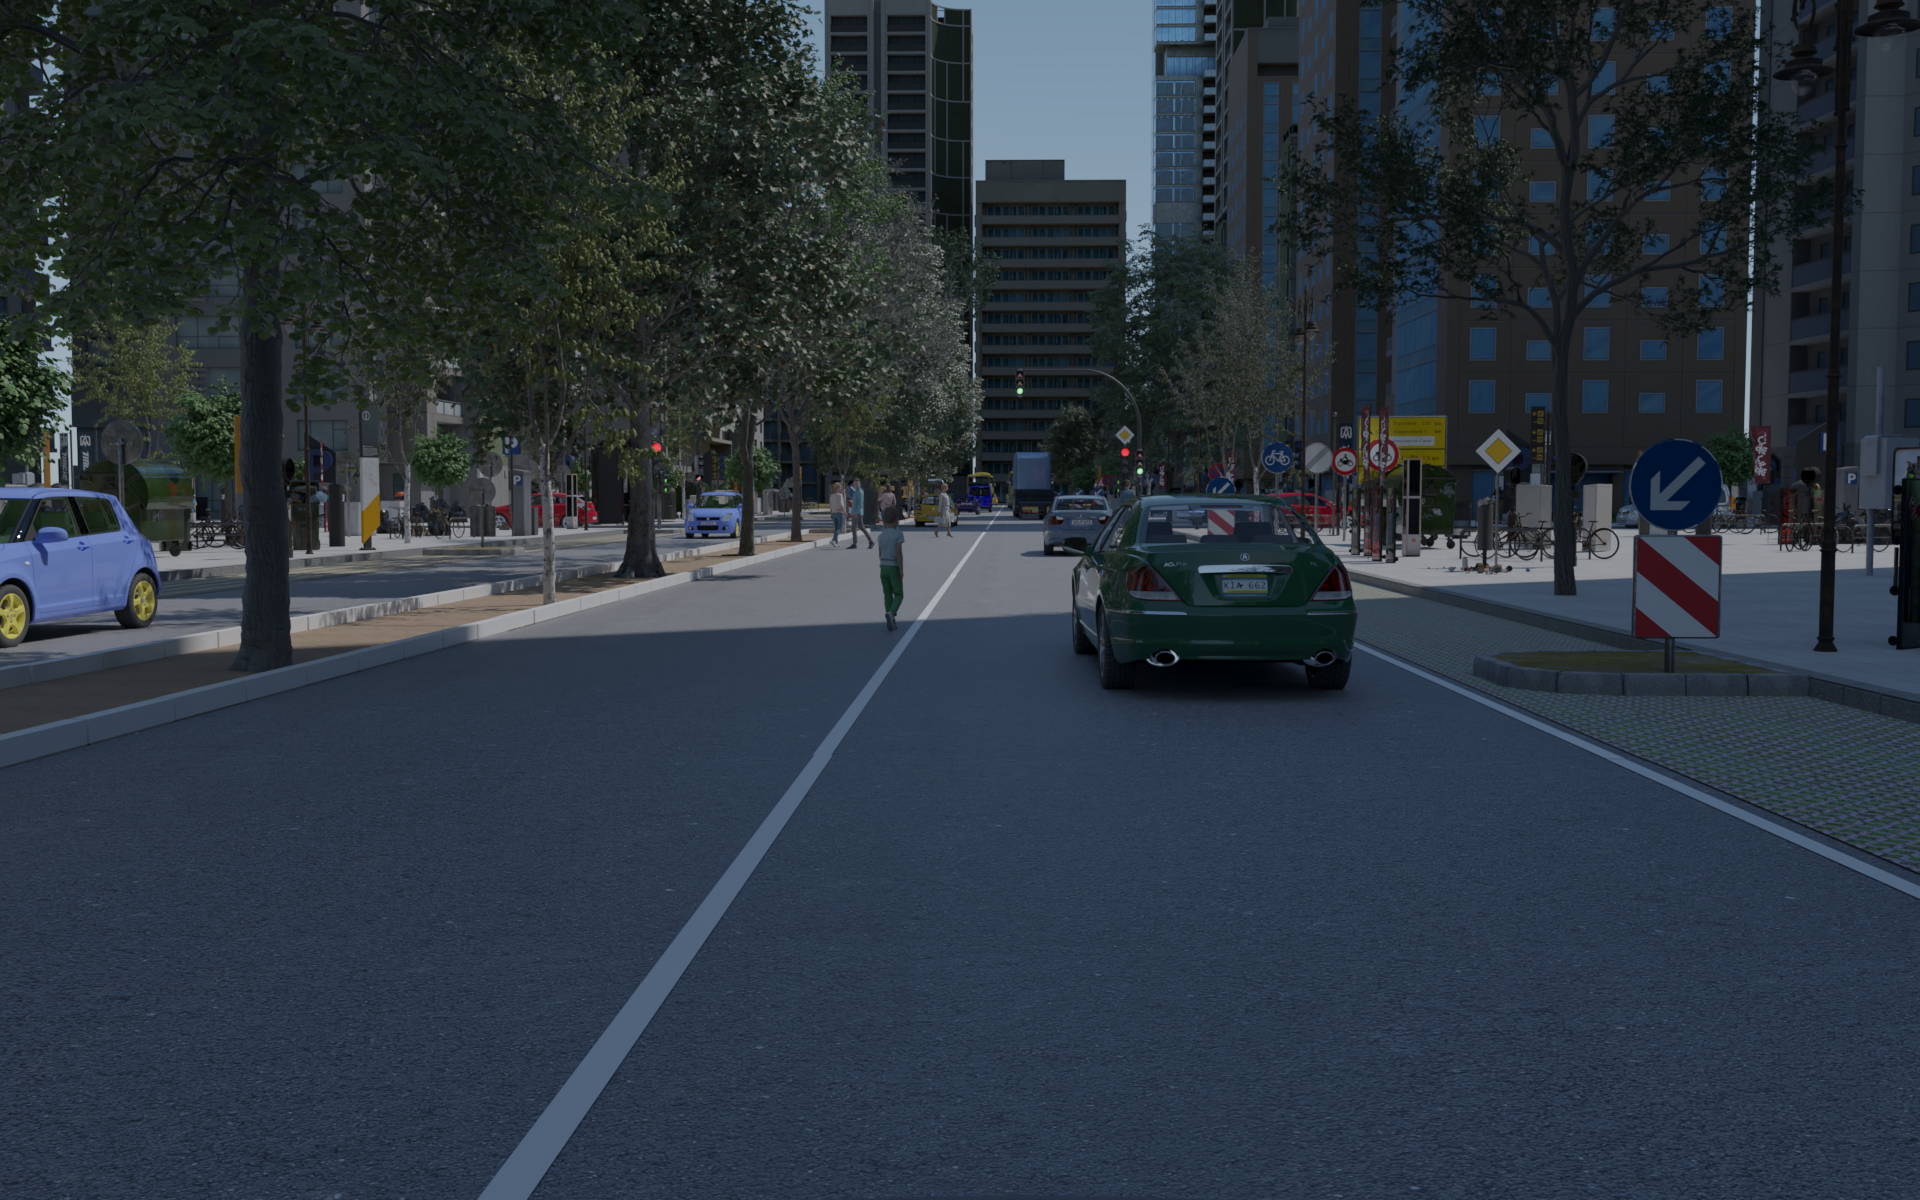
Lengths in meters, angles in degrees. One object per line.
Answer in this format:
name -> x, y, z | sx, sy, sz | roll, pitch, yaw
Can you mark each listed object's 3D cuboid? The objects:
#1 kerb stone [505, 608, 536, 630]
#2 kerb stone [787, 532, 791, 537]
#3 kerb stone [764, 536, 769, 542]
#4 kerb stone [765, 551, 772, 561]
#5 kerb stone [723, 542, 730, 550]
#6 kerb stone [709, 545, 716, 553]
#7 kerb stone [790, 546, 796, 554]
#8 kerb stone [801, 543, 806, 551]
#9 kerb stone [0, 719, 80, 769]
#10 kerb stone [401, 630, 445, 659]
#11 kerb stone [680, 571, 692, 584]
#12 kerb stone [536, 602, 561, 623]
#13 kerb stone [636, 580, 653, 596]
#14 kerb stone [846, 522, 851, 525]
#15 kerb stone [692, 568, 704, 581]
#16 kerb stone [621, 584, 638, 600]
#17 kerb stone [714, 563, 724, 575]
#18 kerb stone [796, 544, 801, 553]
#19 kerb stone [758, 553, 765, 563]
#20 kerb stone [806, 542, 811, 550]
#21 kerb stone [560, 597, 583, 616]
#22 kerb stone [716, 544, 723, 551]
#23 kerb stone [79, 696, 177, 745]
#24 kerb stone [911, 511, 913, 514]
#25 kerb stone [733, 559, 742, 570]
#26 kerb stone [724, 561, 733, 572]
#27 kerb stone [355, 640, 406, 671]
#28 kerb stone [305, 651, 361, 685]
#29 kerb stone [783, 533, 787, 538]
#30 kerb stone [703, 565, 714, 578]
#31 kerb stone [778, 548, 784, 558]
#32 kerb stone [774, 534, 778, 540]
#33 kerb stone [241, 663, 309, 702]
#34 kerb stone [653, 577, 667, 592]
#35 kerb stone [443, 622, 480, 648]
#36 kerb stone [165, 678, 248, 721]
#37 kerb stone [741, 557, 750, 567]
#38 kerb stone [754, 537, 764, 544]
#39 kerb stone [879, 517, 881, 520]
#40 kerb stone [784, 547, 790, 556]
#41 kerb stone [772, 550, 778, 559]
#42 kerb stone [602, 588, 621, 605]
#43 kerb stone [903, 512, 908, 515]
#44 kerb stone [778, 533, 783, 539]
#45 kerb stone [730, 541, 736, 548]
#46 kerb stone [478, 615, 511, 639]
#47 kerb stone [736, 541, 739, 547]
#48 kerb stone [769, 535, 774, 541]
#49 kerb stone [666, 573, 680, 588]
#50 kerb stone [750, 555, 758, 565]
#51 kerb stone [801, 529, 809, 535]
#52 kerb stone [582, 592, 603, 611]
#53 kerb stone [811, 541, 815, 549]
kerb stone -> -4.779, 0.220, 18.603 | 0.120, 0.150, 1.000 | 0, 4, 2
kerb stone -> -5.724, -2.103, 56.585 | 0.120, 0.150, 1.000 | 0, 4, 2
kerb stone -> -5.880, -1.786, 51.461 | 0.120, 0.150, 1.000 | 0, 4, 2
kerb stone -> -4.212, -0.910, 37.076 | 0.120, 0.150, 1.000 | 0, 4, 2
kerb stone -> -6.097, -1.351, 44.280 | 0.120, 0.150, 1.000 | 0, 4, 2
kerb stone -> -6.156, -1.224, 42.237 | 0.120, 0.150, 1.000 | 0, 4, 2
kerb stone -> -4.093, -1.161, 41.185 | 0.120, 0.150, 1.000 | 0, 4, 2
kerb stone -> -4.025, -1.287, 43.235 | 0.120, 0.150, 1.000 | 0, 4, 2
kerb stone -> -5.047, 0.785, 9.364 | 0.120, 0.150, 1.000 | 0, 4, 2
kerb stone -> -4.862, 0.408, 15.525 | 0.120, 0.150, 1.000 | 0, 4, 2
kerb stone -> -4.493, -0.345, 27.835 | 0.120, 0.150, 1.000 | 0, 4, 2
kerb stone -> -4.739, 0.157, 19.636 | 0.120, 0.150, 1.000 | 0, 4, 2
kerb stone -> -4.584, -0.156, 24.751 | 0.120, 0.150, 1.000 | 0, 4, 2
kerb stone -> -5.033, -3.514, 79.656 | 0.120, 0.150, 1.000 | 0, 4, 2
kerb stone -> -4.465, -0.402, 28.864 | 0.120, 0.150, 1.000 | 0, 4, 2
kerb stone -> -4.612, -0.090, 23.724 | 0.120, 0.150, 1.000 | 0, 4, 2
kerb stone -> -4.398, -0.533, 30.917 | 0.120, 0.150, 1.000 | 0, 4, 2
kerb stone -> -4.054, -1.224, 42.214 | 0.120, 0.150, 1.000 | 0, 4, 2
kerb stone -> -4.242, -0.842, 36.045 | 0.120, 0.150, 1.000 | 0, 4, 2
kerb stone -> -3.994, -1.350, 44.264 | 0.120, 0.150, 1.000 | 0, 4, 2
kerb stone -> -4.712, 0.094, 20.657 | 0.120, 0.150, 1.000 | 0, 4, 2
kerb stone -> -6.127, -1.284, 43.259 | 0.120, 0.150, 1.000 | 0, 4, 2
kerb stone -> -5.016, 0.723, 10.397 | 0.120, 0.150, 1.000 | 0, 4, 2
kerb stone -> -3.662, -6.271, 124.752 | 0.120, 0.150, 1.000 | 0, 4, 2
kerb stone -> -4.338, -0.657, 32.964 | 0.120, 0.150, 1.000 | 0, 4, 2
kerb stone -> -4.370, -0.596, 31.939 | 0.120, 0.150, 1.000 | 0, 4, 2
kerb stone -> -4.895, 0.471, 14.495 | 0.120, 0.150, 1.000 | 0, 4, 2
kerb stone -> -4.928, 0.536, 13.462 | 0.120, 0.150, 1.000 | 0, 4, 2
kerb stone -> -5.750, -2.041, 55.563 | 0.120, 0.150, 1.000 | 0, 4, 2
kerb stone -> -4.436, -0.471, 29.891 | 0.120, 0.150, 1.000 | 0, 4, 2
kerb stone -> -4.149, -1.036, 39.128 | 0.120, 0.150, 1.000 | 0, 4, 2
kerb stone -> -5.815, -1.914, 53.513 | 0.120, 0.150, 1.000 | 0, 4, 2
kerb stone -> -4.956, 0.597, 12.440 | 0.120, 0.150, 1.000 | 0, 4, 2
kerb stone -> -4.553, -0.218, 25.782 | 0.120, 0.150, 1.000 | 0, 4, 2
kerb stone -> -4.830, 0.345, 16.557 | 0.120, 0.150, 1.000 | 0, 4, 2
kerb stone -> -4.990, 0.659, 11.419 | 0.120, 0.150, 1.000 | 0, 4, 2
kerb stone -> -4.312, -0.722, 33.999 | 0.120, 0.150, 1.000 | 0, 4, 2
kerb stone -> -5.913, -1.726, 50.438 | 0.120, 0.150, 1.000 | 0, 4, 2
kerb stone -> -4.439, -4.703, 99.145 | 0.120, 0.150, 1.000 | 0, 4, 2
kerb stone -> -4.119, -1.099, 40.159 | 0.120, 0.150, 1.000 | 0, 4, 2
kerb stone -> -4.188, -0.973, 38.104 | 0.120, 0.150, 1.000 | 0, 4, 2
kerb stone -> -4.649, -0.031, 22.703 | 0.120, 0.150, 1.000 | 0, 4, 2
kerb stone -> -3.763, -6.079, 121.676 | 0.120, 0.150, 1.000 | 0, 4, 2
kerb stone -> -5.787, -1.978, 54.540 | 0.120, 0.150, 1.000 | 0, 4, 2
kerb stone -> -6.064, -1.414, 45.311 | 0.120, 0.150, 1.000 | 0, 4, 2
kerb stone -> -4.794, 0.284, 17.581 | 0.120, 0.150, 1.000 | 0, 4, 2
kerb stone -> -6.035, -1.477, 46.337 | 0.120, 0.150, 1.000 | 0, 4, 2
kerb stone -> -5.856, -1.853, 52.486 | 0.120, 0.150, 1.000 | 0, 4, 2
kerb stone -> -4.523, -0.281, 26.813 | 0.120, 0.150, 1.000 | 0, 4, 2
kerb stone -> -4.277, -0.780, 35.023 | 0.120, 0.150, 1.000 | 0, 4, 2
kerb stone -> -5.543, -2.478, 62.747 | 0.120, 0.150, 1.000 | 0, 4, 2
kerb stone -> -4.678, 0.031, 21.681 | 0.120, 0.150, 1.000 | 0, 4, 2
kerb stone -> -3.972, -1.412, 45.285 | 0.120, 0.150, 1.000 | 0, 4, 2
